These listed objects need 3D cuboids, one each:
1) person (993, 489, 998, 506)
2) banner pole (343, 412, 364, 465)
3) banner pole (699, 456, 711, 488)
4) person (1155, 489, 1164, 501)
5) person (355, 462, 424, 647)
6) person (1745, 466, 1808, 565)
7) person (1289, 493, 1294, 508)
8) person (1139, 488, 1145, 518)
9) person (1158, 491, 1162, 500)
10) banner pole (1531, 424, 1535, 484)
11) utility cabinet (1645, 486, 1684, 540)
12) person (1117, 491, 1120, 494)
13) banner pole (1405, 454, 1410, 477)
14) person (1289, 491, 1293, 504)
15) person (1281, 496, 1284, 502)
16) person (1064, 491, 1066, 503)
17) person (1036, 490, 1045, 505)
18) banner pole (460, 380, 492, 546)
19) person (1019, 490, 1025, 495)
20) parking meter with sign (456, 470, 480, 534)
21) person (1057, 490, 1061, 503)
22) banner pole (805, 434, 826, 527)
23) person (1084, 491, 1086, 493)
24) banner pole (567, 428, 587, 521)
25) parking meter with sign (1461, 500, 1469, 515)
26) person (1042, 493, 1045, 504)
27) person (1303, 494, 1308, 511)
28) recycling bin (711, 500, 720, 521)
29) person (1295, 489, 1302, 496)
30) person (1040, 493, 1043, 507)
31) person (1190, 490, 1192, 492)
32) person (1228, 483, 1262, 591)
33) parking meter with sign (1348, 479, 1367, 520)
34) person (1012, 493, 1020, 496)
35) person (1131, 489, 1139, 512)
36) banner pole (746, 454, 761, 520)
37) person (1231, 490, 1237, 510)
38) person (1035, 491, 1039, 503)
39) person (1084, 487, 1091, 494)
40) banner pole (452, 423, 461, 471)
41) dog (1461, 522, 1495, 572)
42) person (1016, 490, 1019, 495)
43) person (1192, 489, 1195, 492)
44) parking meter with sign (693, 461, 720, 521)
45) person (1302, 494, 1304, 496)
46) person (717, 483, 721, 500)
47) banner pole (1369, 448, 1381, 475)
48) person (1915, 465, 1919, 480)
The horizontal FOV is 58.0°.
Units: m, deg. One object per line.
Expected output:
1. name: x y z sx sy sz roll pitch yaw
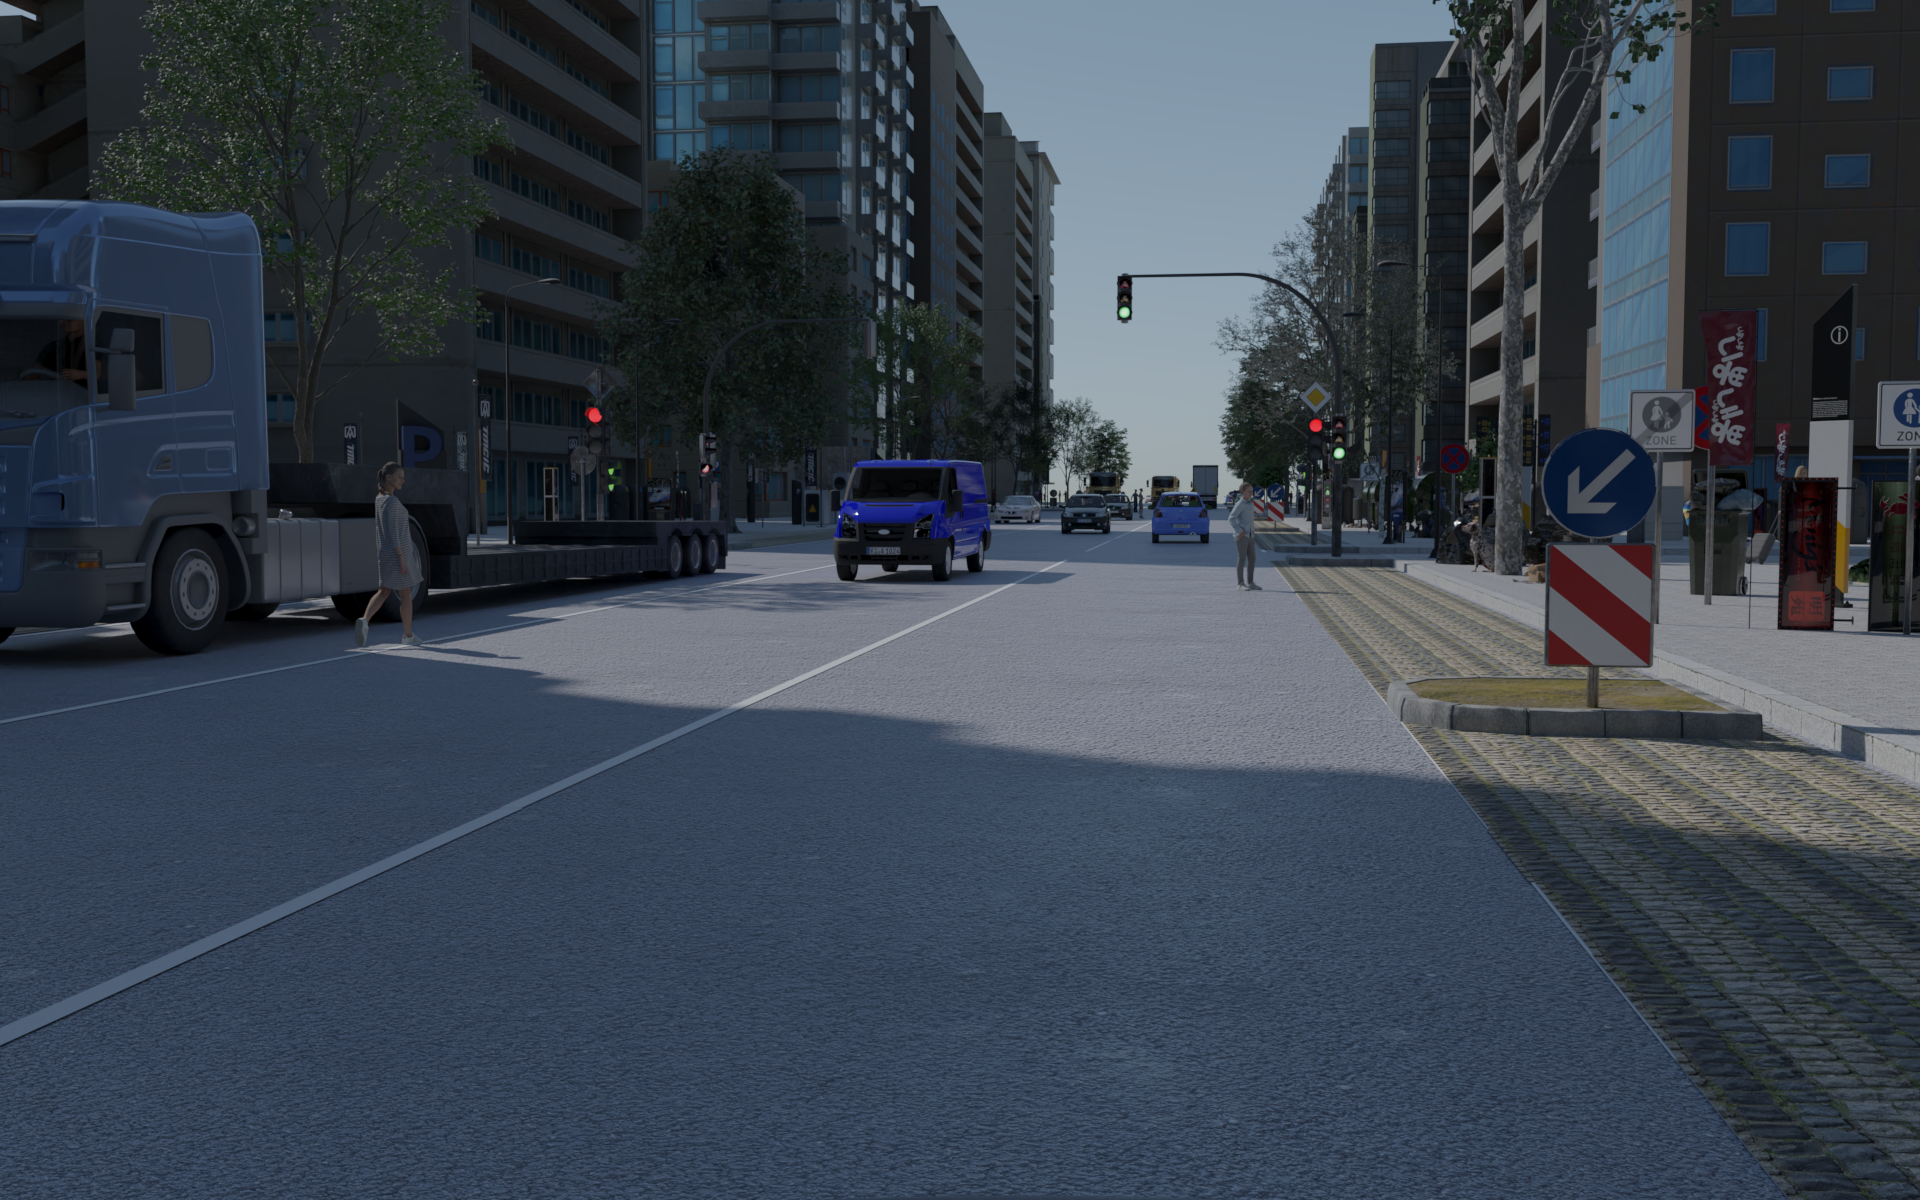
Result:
1. person: 3.724 -11.100 187.462 0.705 1.831 1.348 -2 4 -23
2. banner pole: -18.555 -3.864 53.189 0.863 3.779 0.401 1 4 11
3. banner pole: -12.990 -6.034 88.668 0.863 3.779 0.401 -2 4 -34
4. person: 14.218 -6.896 121.259 1.348 1.822 0.705 -1 4 -18
5. person: -5.335 -0.427 16.229 0.466 1.731 0.760 1 4 22
6. person: 15.120 -1.568 31.900 1.509 1.804 0.699 -1 4 -15
7. person: 30.412 -9.187 159.471 0.991 1.433 0.599 -3 5 -41
8. person: 10.724 -5.709 102.181 0.374 1.781 0.599 0 4 3
9. person: 17.106 -8.468 147.480 0.721 1.766 1.217 -1 4 -13
10. banner pole: 17.874 -3.954 54.660 0.863 3.779 0.401 -2 4 -28
11. utility cabinet: 19.209 -2.378 47.563 1.173 1.500 0.318 0 4 7
12. person: 12.165 -7.571 133.761 0.415 1.643 0.593 2 4 34
13. banner pole: 27.772 -7.195 107.660 0.401 3.779 0.863 3 4 36
14. person: 42.205 -13.075 220.732 0.530 1.710 0.541 -3 4 -38
15. person: 22.655 -6.990 121.272 0.756 1.711 0.436 -1 4 -11
16. person: 15.802 -15.554 260.796 0.568 1.767 0.683 0 4 5
17. person: 8.421 -10.717 181.949 1.217 1.739 0.721 0 4 -1
18. banner pole: -10.548 -2.951 38.258 0.401 3.779 0.863 1 4 15
19. person: 7.456 -12.515 210.667 1.348 1.823 0.705 -2 4 -30
20. parking meter with sign: -16.010 -3.593 55.004 0.543 3.016 1.738 2 4 30
21. person: 14.571 -15.139 253.572 0.705 1.823 1.348 -1 4 -16
22. banner pole: -5.590 -4.698 66.828 0.863 3.779 0.401 0 4 1
23. person: 17.307 -14.279 240.416 0.530 1.710 0.541 0 4 2
24. banner pole: -14.553 -4.638 65.845 0.863 3.779 0.401 1 4 23
25. parking meter with sign: 24.981 -5.550 87.007 0.543 3.016 1.738 -3 4 -36
26. person: 11.059 -13.301 226.768 1.065 1.426 0.557 -1 4 -18
27. person: 26.116 -7.637 130.924 0.705 1.822 1.348 -1 4 -10
28. recycling bin: -10.204 -3.732 73.579 0.722 1.027 0.722 1 4 9
29. person: 36.406 -11.001 185.993 0.705 1.814 1.350 -2 4 -30
30. person: 8.220 -10.091 174.295 0.557 1.426 1.065 1 4 8
31. person: 24.153 -10.557 181.132 0.705 1.821 1.348 1 4 10
32. person: 4.236 -0.943 25.725 0.589 1.601 0.330 -3 4 -38
33. parking meter with sign: 19.460 -5.446 85.305 1.738 3.016 0.543 1 4 16
34. person: 6.910 -12.652 212.923 1.348 1.821 0.705 -2 4 -34
35. person: 13.696 -7.720 134.803 1.350 1.814 0.705 -3 5 -43
36. banner pole: -10.404 -5.941 87.159 0.863 3.779 0.401 -3 4 -37
37. person: 25.297 -9.242 159.603 0.705 1.824 1.348 3 4 36
38. person: 9.934 -13.253 222.593 0.709 1.838 0.599 0 4 0
39. person: 6.831 -5.185 93.243 0.622 1.834 0.822 2 4 28
40. banner pole: -17.663 -4.346 61.073 0.863 3.779 0.401 2 4 29
41. dog: 8.663 -0.857 28.390 0.513 0.831 0.800 -1 4 -22
42. person: 6.744 -12.147 204.730 0.705 1.814 1.350 -2 4 -29
43. person: 16.653 -7.037 123.516 1.348 1.831 0.705 -1 4 -23
44. parking meter with sign: -13.328 -5.776 90.698 1.738 3.016 0.543 3 5 44
45. person: 33.972 -10.018 170.623 0.721 1.735 1.217 -2 4 -25
46. person: -11.094 -4.397 78.157 0.699 1.804 1.509 1 4 18
47. banner pole: 22.719 -6.406 94.751 0.863 3.779 0.401 0 4 -4
48. person: 17.830 -1.618 32.342 0.661 1.843 0.795 -2 4 -29
